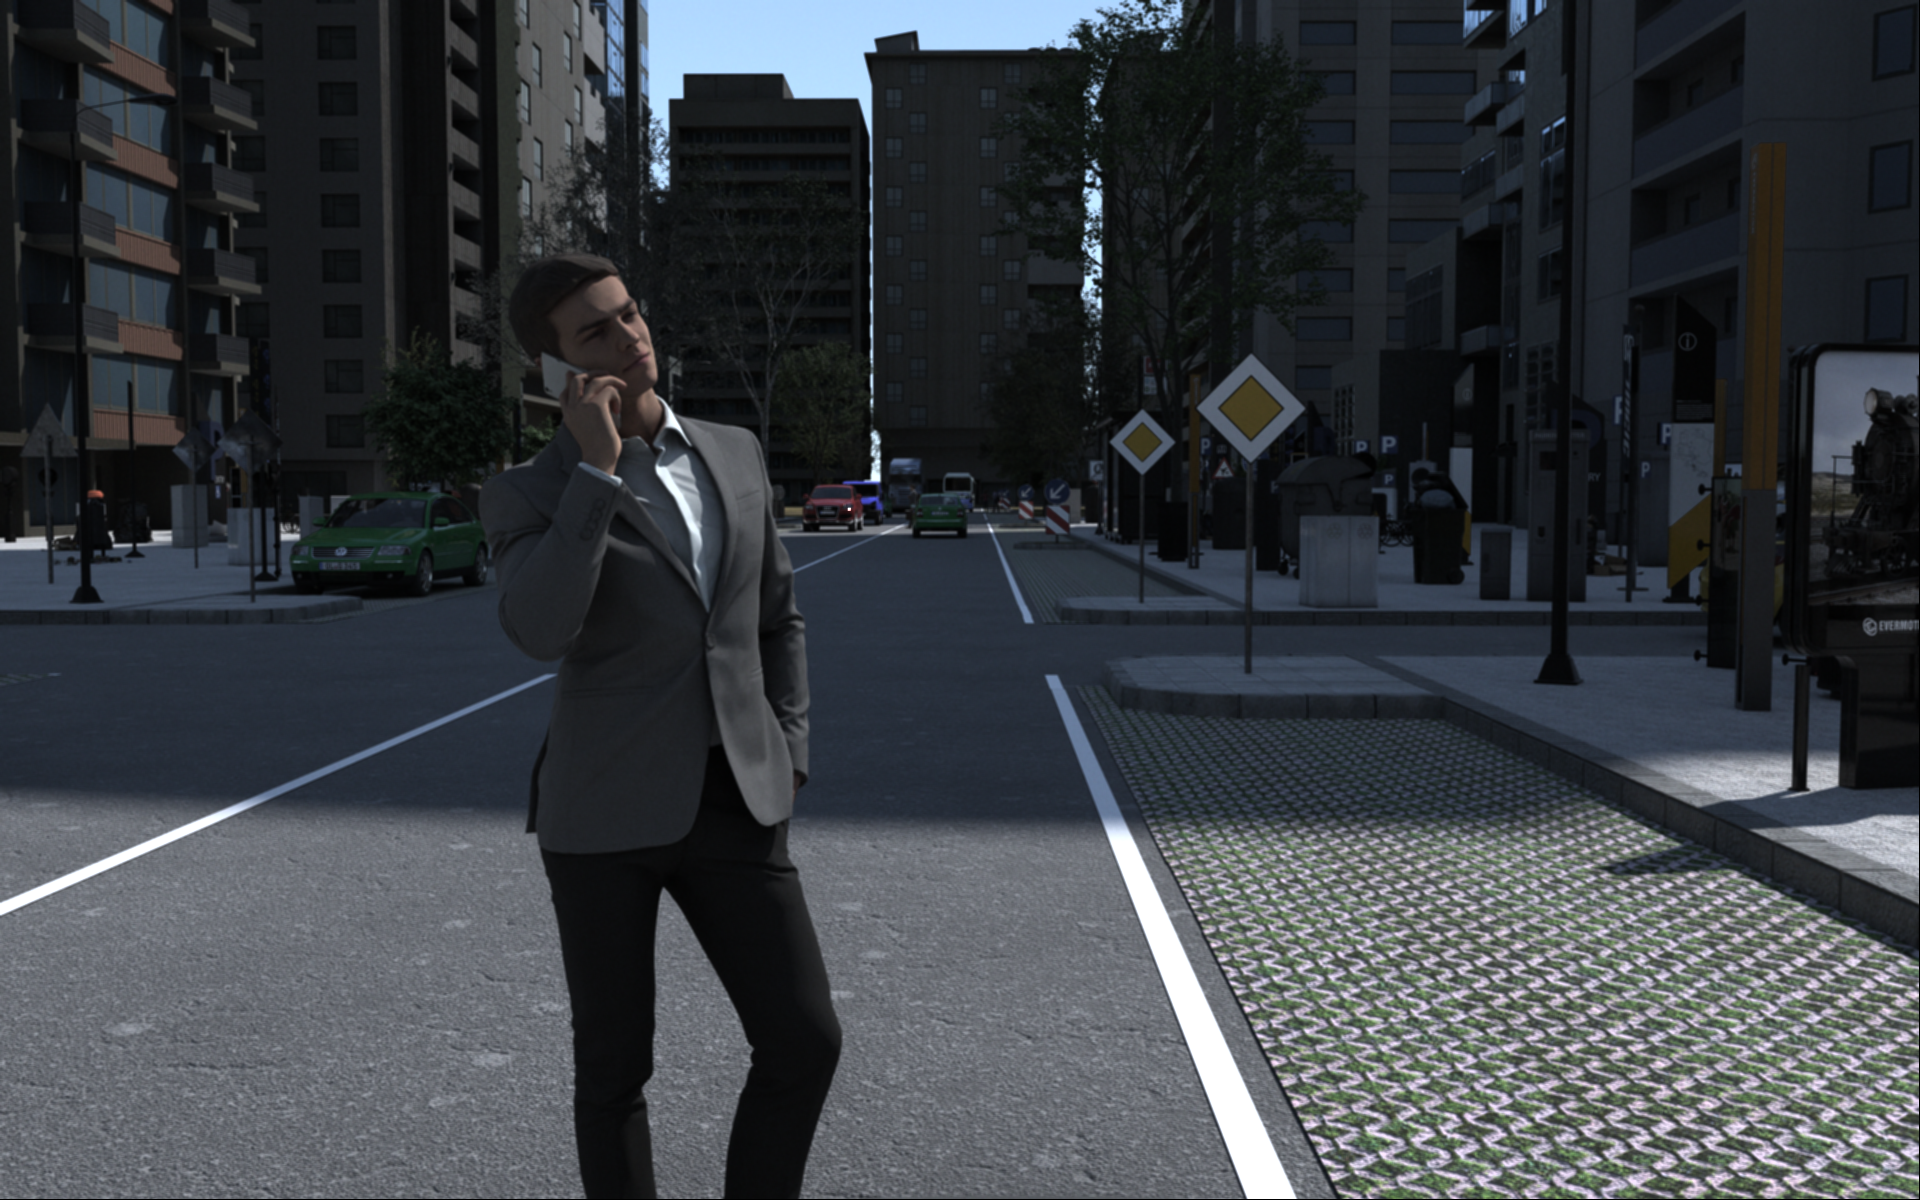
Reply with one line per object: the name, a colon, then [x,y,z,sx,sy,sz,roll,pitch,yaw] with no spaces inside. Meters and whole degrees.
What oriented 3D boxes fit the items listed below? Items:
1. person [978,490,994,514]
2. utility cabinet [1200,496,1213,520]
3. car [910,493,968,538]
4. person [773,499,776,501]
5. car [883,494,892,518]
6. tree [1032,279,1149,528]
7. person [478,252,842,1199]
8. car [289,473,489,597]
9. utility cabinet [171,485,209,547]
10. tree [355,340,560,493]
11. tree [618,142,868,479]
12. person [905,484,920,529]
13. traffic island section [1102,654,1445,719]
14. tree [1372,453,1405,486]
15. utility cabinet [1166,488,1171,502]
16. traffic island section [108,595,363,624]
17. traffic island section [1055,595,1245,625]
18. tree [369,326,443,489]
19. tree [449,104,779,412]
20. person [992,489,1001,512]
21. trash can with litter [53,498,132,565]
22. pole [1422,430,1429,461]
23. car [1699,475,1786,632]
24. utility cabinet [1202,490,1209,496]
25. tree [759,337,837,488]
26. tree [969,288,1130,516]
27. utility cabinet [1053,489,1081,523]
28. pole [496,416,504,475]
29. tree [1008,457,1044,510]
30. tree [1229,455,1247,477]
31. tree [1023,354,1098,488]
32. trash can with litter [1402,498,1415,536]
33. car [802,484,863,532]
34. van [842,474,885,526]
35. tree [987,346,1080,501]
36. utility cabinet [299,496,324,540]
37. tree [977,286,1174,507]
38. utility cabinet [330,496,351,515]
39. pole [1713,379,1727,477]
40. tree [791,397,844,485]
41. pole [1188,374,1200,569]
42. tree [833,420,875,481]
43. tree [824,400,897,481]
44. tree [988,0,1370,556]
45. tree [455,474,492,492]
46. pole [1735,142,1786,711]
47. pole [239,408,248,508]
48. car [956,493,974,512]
person: [1.891,-7.202,126.965,1.217,1.743,0.721,1,4,13]
utility cabinet: [9.577,-3.556,69.300,1.020,1.237,0.306,1,4,23]
car: [-0.690,-2.990,57.681,1.959,1.807,4.718,0,4,-1]
person: [-18.780,-10.189,175.811,0.721,1.743,1.217,-2,4,-32]
car: [-5.120,-5.954,106.146,1.959,1.807,4.718,0,4,0]
tree: [4.732,-6.674,59.490,4.360,8.622,3.978,0,3,0]
person: [-0.455,0.360,2.788,0.592,1.802,0.473,-1,4,-20]
car: [-8.268,-1.014,25.383,1.959,1.807,4.718,0,3,0]
utility cabinet: [-18.455,-2.006,41.476,0.318,1.500,1.173,0,4,3]
tree: [-11.113,-3.265,37.096,4.285,4.588,4.351,0,3,0]
tree: [-11.944,-14.618,94.897,12.611,20.169,13.585,0,3,0]
person: [-1.907,-3.863,71.622,0.822,1.834,0.622,-1,4,-20]
traffic island section: [2.081,0.604,12.404,2.009,0.180,2.903,0,4,1]
tree: [16.949,-4.595,69.733,1.663,3.219,1.824,0,3,0]
utility cabinet: [7.986,-3.334,63.183,1.173,1.500,0.318,-3,5,-43]
traffic island section: [-8.386,0.109,20.491,2.009,0.180,2.903,0,4,1]
traffic island section: [2.155,0.116,20.389,2.009,0.180,2.903,0,4,1]
tree: [-24.264,-7.725,76.671,4.737,8.622,4.395,0,3,0]
tree: [-10.492,-8.784,53.983,12.009,13.543,11.850,0,3,0]
person: [2.864,-7.879,137.192,0.709,1.838,0.599,0,4,3]
trash can with litter: [-16.324,-1.293,32.198,1.678,1.210,2.233,0,4,-4]
pole: [14.924,-3.778,55.617,0.158,3.312,0.155,0,3,0]
car: [9.279,-0.390,16.605,3.980,1.641,2.015,0,4,2]
utility cabinet: [13.604,-5.295,95.254,0.318,1.500,1.173,2,4,26]
tree: [-9.351,-11.502,113.817,9.928,11.665,9.643,0,3,0]
tree: [5.223,-11.818,103.595,12.009,13.543,11.850,0,3,0]
utility cabinet: [4.604,-4.026,74.497,1.173,1.500,0.318,0,4,6]
pole: [-11.580,-3.045,43.633,0.158,3.312,0.155,0,3,0]
tree: [5.675,-9.590,140.505,4.285,4.588,4.351,0,3,0]
tree: [12.384,-4.981,76.047,1.663,3.219,1.824,0,3,0]
tree: [4.967,-8.335,86.634,4.737,8.622,4.395,0,3,0]
trash can with litter: [14.100,-2.564,53.311,0.624,1.170,1.055,-1,4,-23]
car: [-4.896,-3.577,67.161,2.281,1.827,5.304,0,4,1]
van: [-4.556,-4.631,80.106,2.240,2.365,5.245,0,4,-1]
tree: [5.791,-13.146,133.060,7.486,12.596,7.792,0,3,0]
utility cabinet: [-16.819,-2.067,44.955,0.306,1.237,1.020,0,4,-1]
tree: [5.360,-8.817,78.565,8.767,10.594,7.601,0,4,-6]
utility cabinet: [-18.913,-2.594,53.574,1.020,1.237,0.306,-1,4,-16]
pole: [13.460,-2.255,30.718,0.158,3.312,0.155,0,3,0]
tree: [-10.540,-10.973,129.765,4.737,8.622,4.395,0,3,0]
pole: [4.010,-2.190,29.658,0.158,3.312,0.155,0,3,0]
tree: [-10.242,-12.958,162.225,4.360,8.622,3.978,0,3,0]
tree: [-10.210,-14.570,172.632,8.767,10.594,7.601,1,4,8]
tree: [4.402,-6.754,36.187,9.928,11.665,9.643,0,3,0]
tree: [-20.330,-4.690,71.278,1.663,3.219,1.824,0,3,0]
pole: [4.716,-1.001,10.205,0.158,3.312,0.155,0,3,0]
pole: [-17.018,-2.898,41.224,0.158,3.312,0.155,0,3,0]
car: [0.156,-7.786,136.891,1.945,1.707,3.694,0,4,-1]
